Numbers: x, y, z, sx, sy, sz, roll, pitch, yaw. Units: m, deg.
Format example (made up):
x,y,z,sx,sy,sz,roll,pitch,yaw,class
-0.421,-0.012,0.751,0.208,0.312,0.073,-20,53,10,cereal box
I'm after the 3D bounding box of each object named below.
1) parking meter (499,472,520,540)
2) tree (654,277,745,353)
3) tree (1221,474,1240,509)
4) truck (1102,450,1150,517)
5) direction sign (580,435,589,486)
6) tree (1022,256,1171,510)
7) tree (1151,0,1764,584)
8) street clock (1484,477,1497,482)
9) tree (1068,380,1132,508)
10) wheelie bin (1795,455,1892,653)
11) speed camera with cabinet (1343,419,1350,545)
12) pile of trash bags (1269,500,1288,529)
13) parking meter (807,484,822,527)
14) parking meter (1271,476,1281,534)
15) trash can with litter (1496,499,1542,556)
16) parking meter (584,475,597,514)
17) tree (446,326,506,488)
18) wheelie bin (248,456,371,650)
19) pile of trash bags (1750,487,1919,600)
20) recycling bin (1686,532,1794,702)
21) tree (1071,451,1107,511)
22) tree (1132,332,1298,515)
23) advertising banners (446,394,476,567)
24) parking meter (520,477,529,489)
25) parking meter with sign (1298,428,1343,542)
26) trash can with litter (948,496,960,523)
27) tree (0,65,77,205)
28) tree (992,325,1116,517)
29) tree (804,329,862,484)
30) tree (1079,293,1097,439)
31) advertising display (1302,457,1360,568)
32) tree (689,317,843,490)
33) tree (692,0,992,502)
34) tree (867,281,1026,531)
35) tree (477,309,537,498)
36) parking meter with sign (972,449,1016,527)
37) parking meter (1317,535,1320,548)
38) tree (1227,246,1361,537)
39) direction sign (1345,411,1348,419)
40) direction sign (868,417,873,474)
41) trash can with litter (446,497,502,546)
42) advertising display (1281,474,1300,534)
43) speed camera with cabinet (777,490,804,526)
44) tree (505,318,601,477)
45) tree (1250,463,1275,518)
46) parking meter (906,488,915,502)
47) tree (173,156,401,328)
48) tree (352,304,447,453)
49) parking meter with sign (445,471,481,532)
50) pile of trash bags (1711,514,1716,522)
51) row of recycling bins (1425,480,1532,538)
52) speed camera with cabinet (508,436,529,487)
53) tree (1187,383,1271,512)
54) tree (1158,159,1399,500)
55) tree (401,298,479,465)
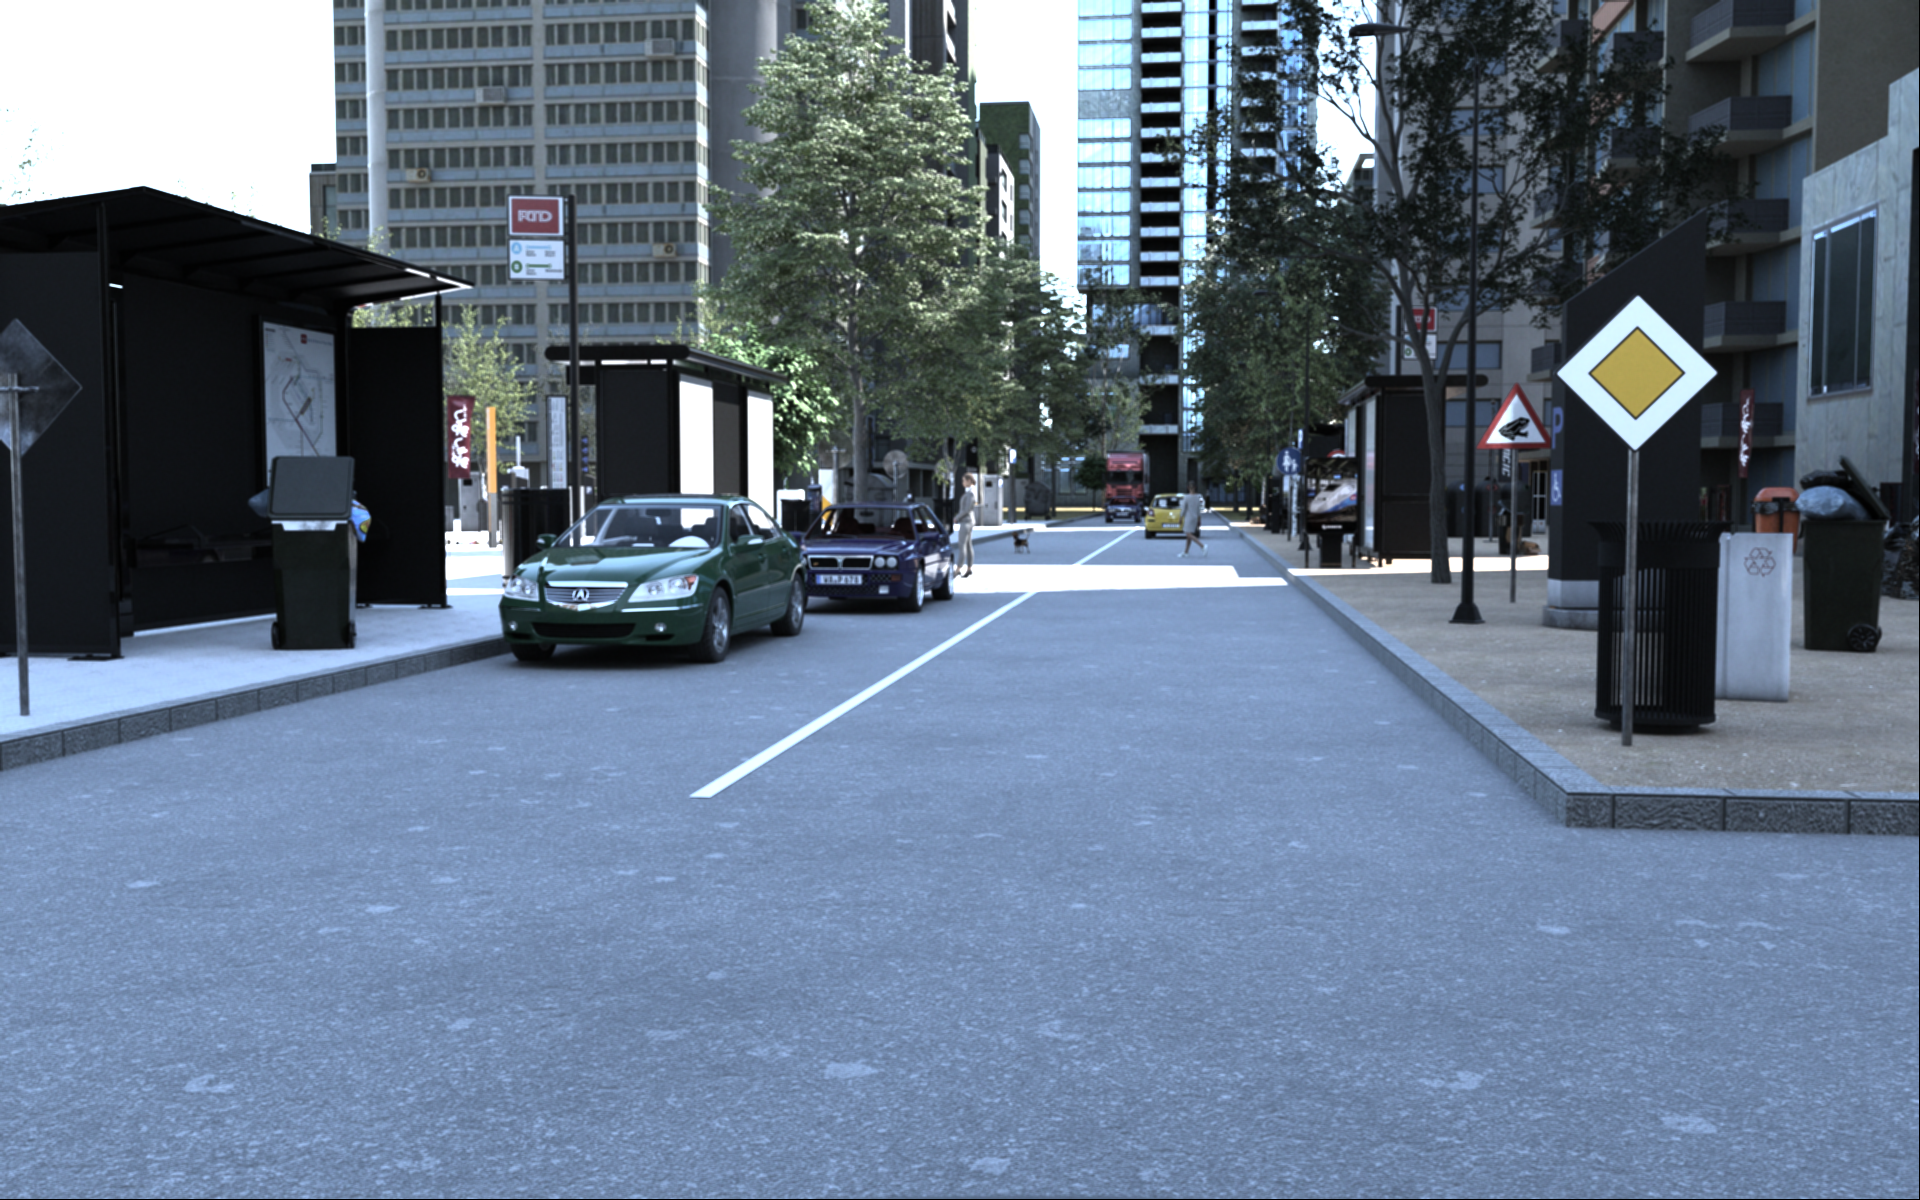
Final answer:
x,y,z,sx,sy,sz,roll,pitch,yaw,class
-12.173,-2.503,46.630,0.399,1.863,0.255,1,4,20,parking meter
-8.450,-6.550,57.449,4.737,8.622,4.395,0,3,0,tree
23.135,-9.434,148.849,1.663,3.219,1.824,0,3,0,tree
10.881,-7.545,112.274,2.839,4.237,11.283,0,4,8,truck
-14.672,-4.583,66.929,0.876,3.537,0.379,2,4,33,direction sign
10.849,-17.411,140.555,12.611,20.169,13.585,0,3,0,tree
6.984,-5.536,24.923,8.767,10.594,7.601,0,4,7,tree
21.871,-4.094,71.503,0.471,2.002,0.358,2,4,31,street clock
13.151,-14.107,156.410,9.928,11.665,9.643,0,3,0,tree
7.273,-0.390,14.283,0.693,1.594,0.980,2,4,30,wheelie bin
10.223,-3.081,44.714,0.660,3.252,2.038,0,4,8,speed camera with cabinet
12.551,-3.330,64.198,1.912,1.369,3.447,1,4,20,pile of trash bags
-3.596,-2.105,42.822,0.372,1.533,0.369,0,3,0,parking meter
10.265,-3.092,56.266,0.255,1.863,0.399,1,4,14,parking meter
11.799,-1.533,36.457,0.624,1.170,1.055,-2,4,-28,trash can with litter
-11.068,-2.838,52.114,0.399,1.863,0.255,2,4,24,parking meter
-21.825,-7.621,74.961,4.360,8.622,3.978,0,3,0,tree
-5.410,-0.401,14.459,0.980,1.594,0.693,-1,4,-12,wheelie bin
11.751,-0.728,21.658,3.447,1.369,1.912,1,4,15,pile of trash bags
4.918,0.090,11.086,0.722,1.027,0.722,2,4,26,recycling bin
10.009,-8.849,128.398,4.285,4.588,4.351,0,3,0,tree
17.448,-10.963,105.005,9.928,11.665,9.643,0,3,0,tree
-9.435,-2.079,30.186,2.074,3.025,0.090,-2,4,-33,advertising banners
-14.651,-3.200,58.025,0.399,1.863,0.255,-2,4,-32,parking meter
9.937,-3.056,46.234,1.738,3.016,0.543,0,4,-2,parking meter with sign
-0.286,-3.981,76.145,1.678,1.210,2.233,-2,4,-30,trash can with litter
-16.733,-4.801,28.856,4.360,8.622,3.978,0,3,0,tree
4.911,-9.858,95.585,7.601,10.594,8.767,-3,4,-38,tree
-6.245,-7.689,76.084,4.737,8.622,4.395,0,3,0,tree
2.584,-9.704,76.794,7.486,12.596,7.792,0,3,0,tree
6.454,-1.523,30.121,0.974,1.923,0.123,0,4,-8,advertising display
-3.873,-2.961,32.129,4.285,4.588,4.351,0,3,0,tree
-2.689,-7.469,40.246,7.486,12.596,7.792,0,3,0,tree
-0.103,-6.678,59.553,4.737,8.622,4.395,0,3,0,tree
-18.369,-7.120,66.778,4.737,8.622,4.395,0,3,0,tree
1.300,-4.375,67.793,1.738,3.016,0.543,2,4,29,parking meter with sign
8.714,-2.170,41.186,0.399,1.863,0.255,2,4,27,parking meter
10.105,-6.232,52.262,4.737,8.622,4.395,0,3,0,tree
10.598,-3.367,47.051,0.379,3.537,0.876,0,4,-6,direction sign
-2.641,-3.623,51.237,0.379,3.537,0.876,0,4,4,direction sign
-12.275,-2.005,43.847,2.233,1.210,1.678,0,4,0,trash can with litter
10.751,-3.067,55.354,0.974,1.923,0.123,0,4,-3,advertising display
-7.412,-4.673,70.740,2.038,3.252,0.660,1,4,15,speed camera with cabinet
-16.063,-7.512,73.182,4.360,8.622,3.978,0,3,0,tree
16.267,-5.984,92.437,1.663,3.219,1.824,0,3,0,tree
-2.144,-4.077,75.064,0.372,1.533,0.369,0,3,0,parking meter
-15.911,-5.401,38.675,4.737,8.622,4.395,0,3,0,tree
-19.991,-6.516,56.905,4.360,8.622,3.978,0,3,0,tree
-16.529,-3.796,58.327,1.738,3.016,0.543,-1,4,-19,parking meter with sign
14.188,-1.496,34.219,1.912,1.369,3.447,2,4,32,pile of trash bags
15.240,-2.712,51.449,3.534,1.692,1.069,-1,4,-11,row of recycling bins
-14.504,-3.995,59.656,2.038,3.252,0.660,-1,4,-19,speed camera with cabinet
19.967,-12.515,122.747,7.486,12.596,7.792,0,3,0,tree
12.597,-9.862,67.896,9.857,13.997,8.962,0,3,0,tree
-16.285,-5.909,46.976,4.737,8.622,4.395,0,3,0,tree
